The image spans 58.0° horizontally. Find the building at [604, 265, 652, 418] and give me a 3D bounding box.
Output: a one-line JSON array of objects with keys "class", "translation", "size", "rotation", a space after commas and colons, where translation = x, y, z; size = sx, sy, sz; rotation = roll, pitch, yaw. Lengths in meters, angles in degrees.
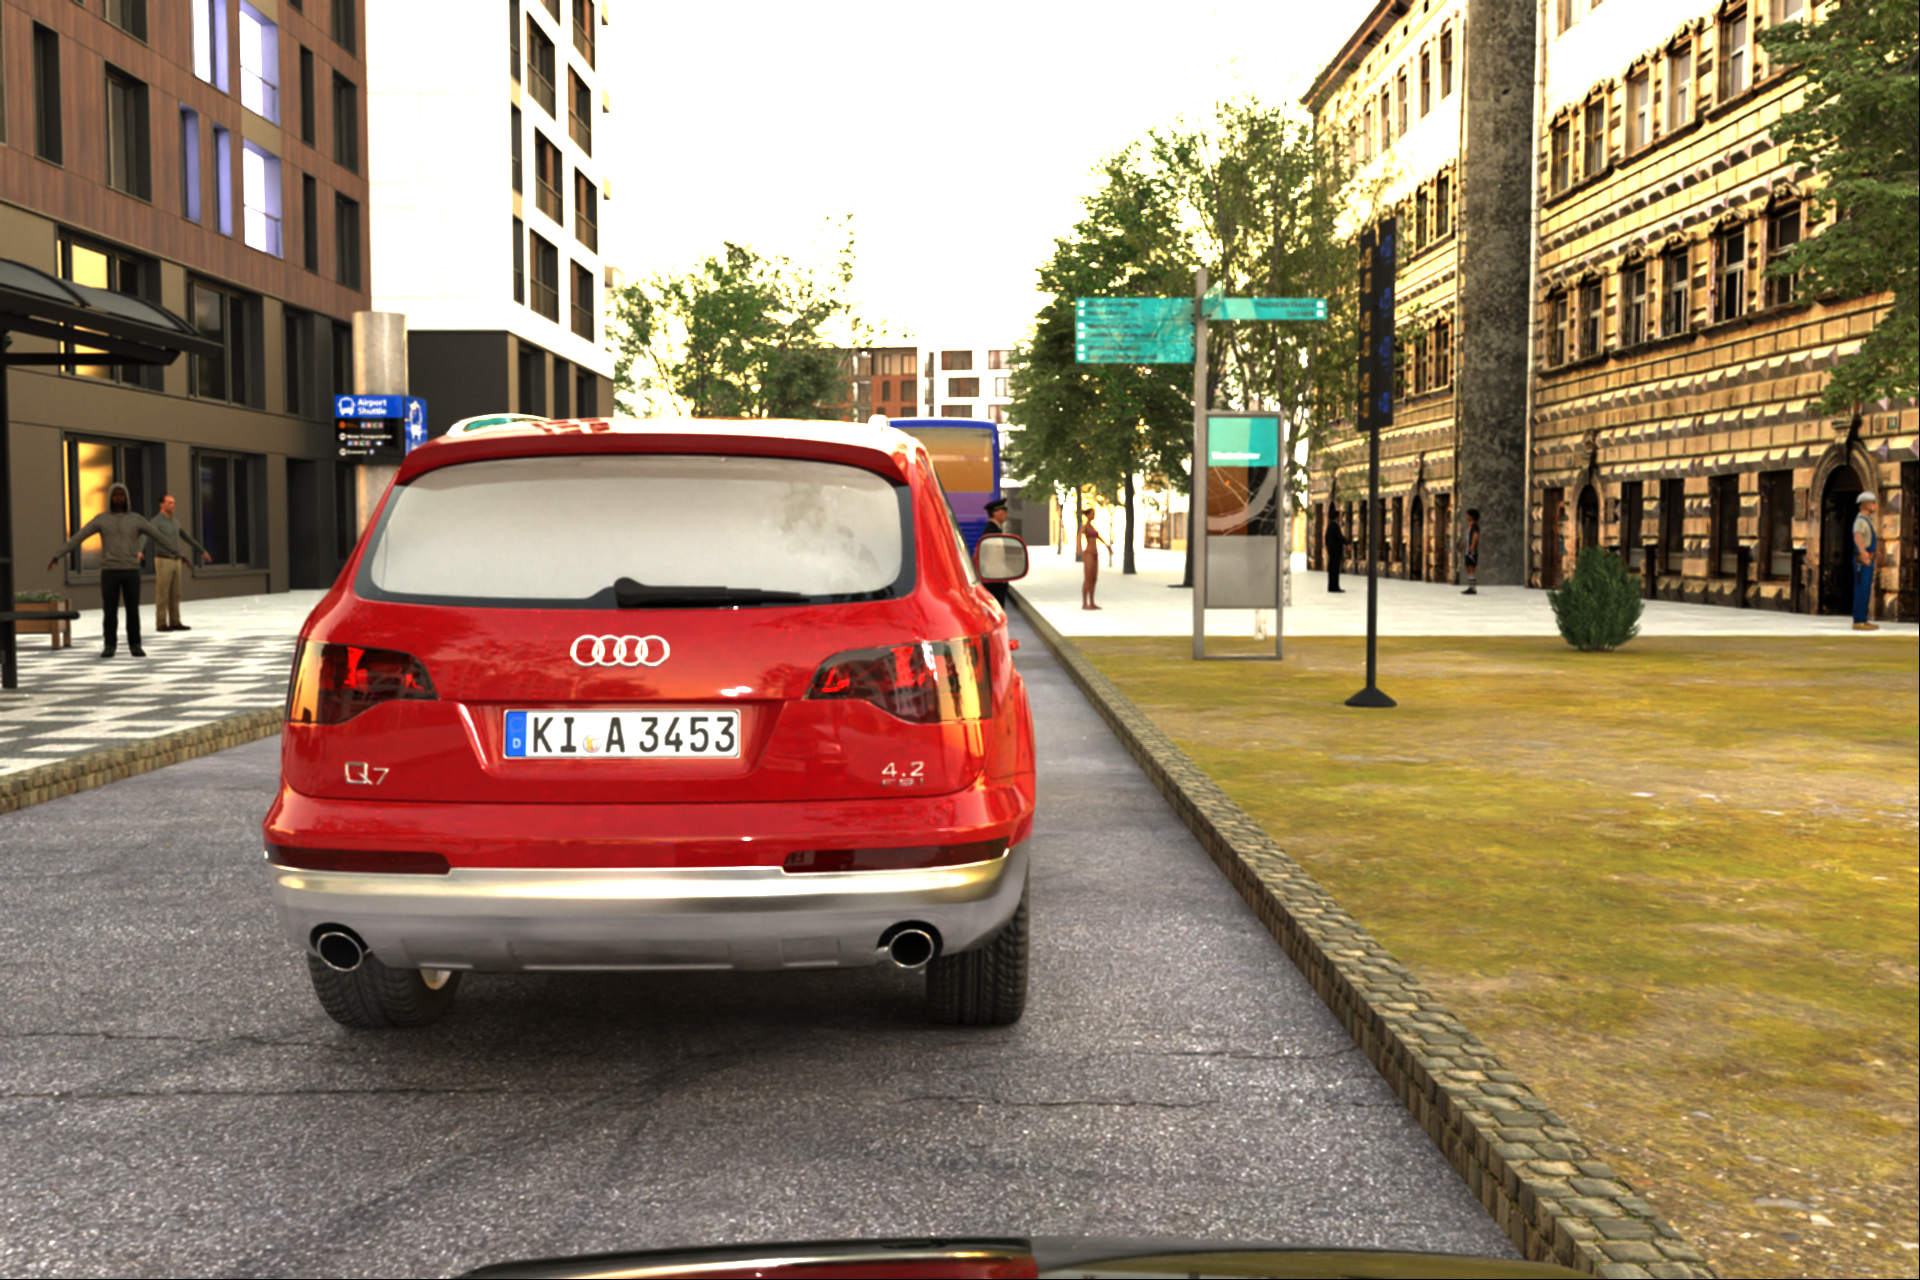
[{"class": "building", "translation": [-29.060, -16.316, 123.194], "size": [16.016, 20.090, 11.380], "rotation": [0, 4, -1]}]

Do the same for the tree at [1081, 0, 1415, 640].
[{"class": "tree", "translation": [3.764, -4.322, 21.022], "size": [4.360, 8.622, 3.978], "rotation": [0, 3, 0]}]

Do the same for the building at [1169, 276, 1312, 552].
[{"class": "building", "translation": [21.394, -16.957, 133.668], "size": [16.016, 20.090, 11.380], "rotation": [0, 4, -1]}]

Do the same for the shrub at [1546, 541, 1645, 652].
[{"class": "shrub", "translation": [6.945, -0.477, 18.914], "size": [1.383, 1.207, 1.383], "rotation": [0, 3, 0]}]

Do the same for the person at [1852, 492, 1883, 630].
[{"class": "person", "translation": [12.164, -1.063, 23.231], "size": [0.705, 1.847, 1.347], "rotation": [2, 4, 35]}]

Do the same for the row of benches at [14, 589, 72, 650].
[{"class": "row of benches", "translation": [-11.841, -0.210, 18.900], "size": [4.104, 0.672, 1.422], "rotation": [-1, 4, -16]}]

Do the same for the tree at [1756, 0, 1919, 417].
[{"class": "tree", "translation": [11.197, -6.021, 16.574], "size": [7.486, 12.596, 7.792], "rotation": [0, 3, 0]}]

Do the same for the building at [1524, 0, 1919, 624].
[{"class": "building", "translation": [22.654, -12.249, 31.197], "size": [19.493, 23.208, 18.063], "rotation": [0, 4, -1]}]

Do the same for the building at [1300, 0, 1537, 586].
[{"class": "building", "translation": [21.526, -13.485, 51.411], "size": [19.493, 23.208, 18.063], "rotation": [0, 4, 0]}]

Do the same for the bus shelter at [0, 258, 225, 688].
[{"class": "bus shelter", "translation": [-7.179, -1.097, 11.868], "size": [2.014, 3.302, 5.546], "rotation": [0, 4, 0]}]

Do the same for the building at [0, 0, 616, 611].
[{"class": "building", "translation": [-25.272, -12.050, 40.991], "size": [27.936, 21.610, 32.646], "rotation": [0, 4, -1]}]

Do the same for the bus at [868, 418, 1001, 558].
[{"class": "bus", "translation": [-0.485, -2.825, 37.734], "size": [2.896, 3.916, 12.251], "rotation": [0, 4, 0]}]

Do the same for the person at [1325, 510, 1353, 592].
[{"class": "person", "translation": [8.304, -1.961, 38.242], "size": [0.705, 1.806, 1.347], "rotation": [-1, 4, -10]}]

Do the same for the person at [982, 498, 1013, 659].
[{"class": "person", "translation": [0.435, -0.685, 19.600], "size": [0.705, 1.837, 1.347], "rotation": [0, 4, 3]}]

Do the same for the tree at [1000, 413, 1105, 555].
[{"class": "tree", "translation": [6.055, -10.406, 104.554], "size": [8.767, 10.594, 7.601], "rotation": [-1, 4, -9]}]

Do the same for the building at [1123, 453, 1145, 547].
[{"class": "building", "translation": [22.349, -14.294, 175.850], "size": [9.099, 9.664, 28.070], "rotation": [0, 3, 0]}]

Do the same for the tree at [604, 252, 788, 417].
[{"class": "tree", "translation": [-9.982, -8.417, 63.377], "size": [9.928, 11.665, 9.643], "rotation": [0, 3, 0]}]

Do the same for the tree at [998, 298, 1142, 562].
[{"class": "tree", "translation": [5.177, -9.806, 78.450], "size": [7.486, 12.596, 7.792], "rotation": [0, 3, 0]}]

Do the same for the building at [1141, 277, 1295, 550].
[{"class": "building", "translation": [25.918, -19.387, 147.906], "size": [19.493, 23.208, 18.063], "rotation": [0, 3, 0]}]

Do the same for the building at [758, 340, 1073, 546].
[{"class": "building", "translation": [-4.258, -21.459, 197.281], "size": [32.646, 21.610, 27.936], "rotation": [1, 4, 10]}]

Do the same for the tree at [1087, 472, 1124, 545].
[{"class": "tree", "translation": [17.866, -16.108, 197.781], "size": [7.601, 10.594, 8.767], "rotation": [0, 4, 5]}]

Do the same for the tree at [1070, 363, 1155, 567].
[{"class": "tree", "translation": [5.795, -7.126, 66.869], "size": [4.360, 8.622, 3.978], "rotation": [0, 3, 0]}]

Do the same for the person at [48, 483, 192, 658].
[{"class": "person", "translation": [-8.749, -0.729, 18.054], "size": [1.348, 1.813, 0.705], "rotation": [-2, 4, -28]}]

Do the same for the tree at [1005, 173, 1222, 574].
[{"class": "tree", "translation": [5.086, -8.388, 55.268], "size": [7.486, 12.596, 7.792], "rotation": [0, 3, 0]}]

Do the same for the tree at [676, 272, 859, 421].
[{"class": "tree", "translation": [-9.517, -10.792, 83.100], "size": [9.857, 13.997, 8.962], "rotation": [0, 3, 0]}]

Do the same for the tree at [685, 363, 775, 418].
[{"class": "tree", "translation": [-10.298, -7.541, 73.657], "size": [4.360, 8.622, 3.978], "rotation": [0, 3, 0]}]

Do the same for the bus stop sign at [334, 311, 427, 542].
[{"class": "bus stop sign", "translation": [-6.945, -1.946, 20.832], "size": [0.837, 3.901, 0.837], "rotation": [0, 4, 1]}]

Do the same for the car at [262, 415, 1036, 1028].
[{"class": "car", "translation": [-0.840, 0.128, 6.582], "size": [2.281, 1.827, 5.304], "rotation": [0, 4, -1]}]

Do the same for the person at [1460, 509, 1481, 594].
[{"class": "person", "translation": [10.886, -1.884, 36.954], "size": [0.704, 1.843, 1.345], "rotation": [0, 4, 7]}]

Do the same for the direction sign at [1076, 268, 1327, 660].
[{"class": "direction sign", "translation": [2.436, -1.725, 16.972], "size": [2.525, 3.948, 1.411], "rotation": [0, 4, -1]}]

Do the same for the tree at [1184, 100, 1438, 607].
[{"class": "tree", "translation": [6.034, -4.900, 30.470], "size": [4.737, 8.622, 4.395], "rotation": [0, 3, 0]}]

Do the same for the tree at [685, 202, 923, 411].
[{"class": "tree", "translation": [-8.336, -14.794, 97.766], "size": [12.611, 20.169, 13.585], "rotation": [0, 3, 0]}]

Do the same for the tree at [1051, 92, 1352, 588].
[{"class": "tree", "translation": [5.719, -7.061, 41.203], "size": [9.928, 11.665, 9.643], "rotation": [0, 3, 0]}]

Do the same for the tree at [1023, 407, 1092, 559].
[{"class": "tree", "translation": [5.353, -8.514, 89.559], "size": [4.360, 8.622, 3.978], "rotation": [0, 3, 0]}]

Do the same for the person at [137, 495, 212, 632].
[{"class": "person", "translation": [-10.453, -1.017, 22.907], "size": [0.705, 1.796, 1.348], "rotation": [1, 4, 17]}]

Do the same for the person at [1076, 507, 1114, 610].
[{"class": "person", "translation": [2.282, -1.382, 29.404], "size": [0.721, 1.733, 1.217], "rotation": [2, 4, 33]}]

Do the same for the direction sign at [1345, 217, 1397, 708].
[{"class": "direction sign", "translation": [3.079, -1.277, 12.878], "size": [0.379, 3.537, 0.876], "rotation": [0, 4, -2]}]
